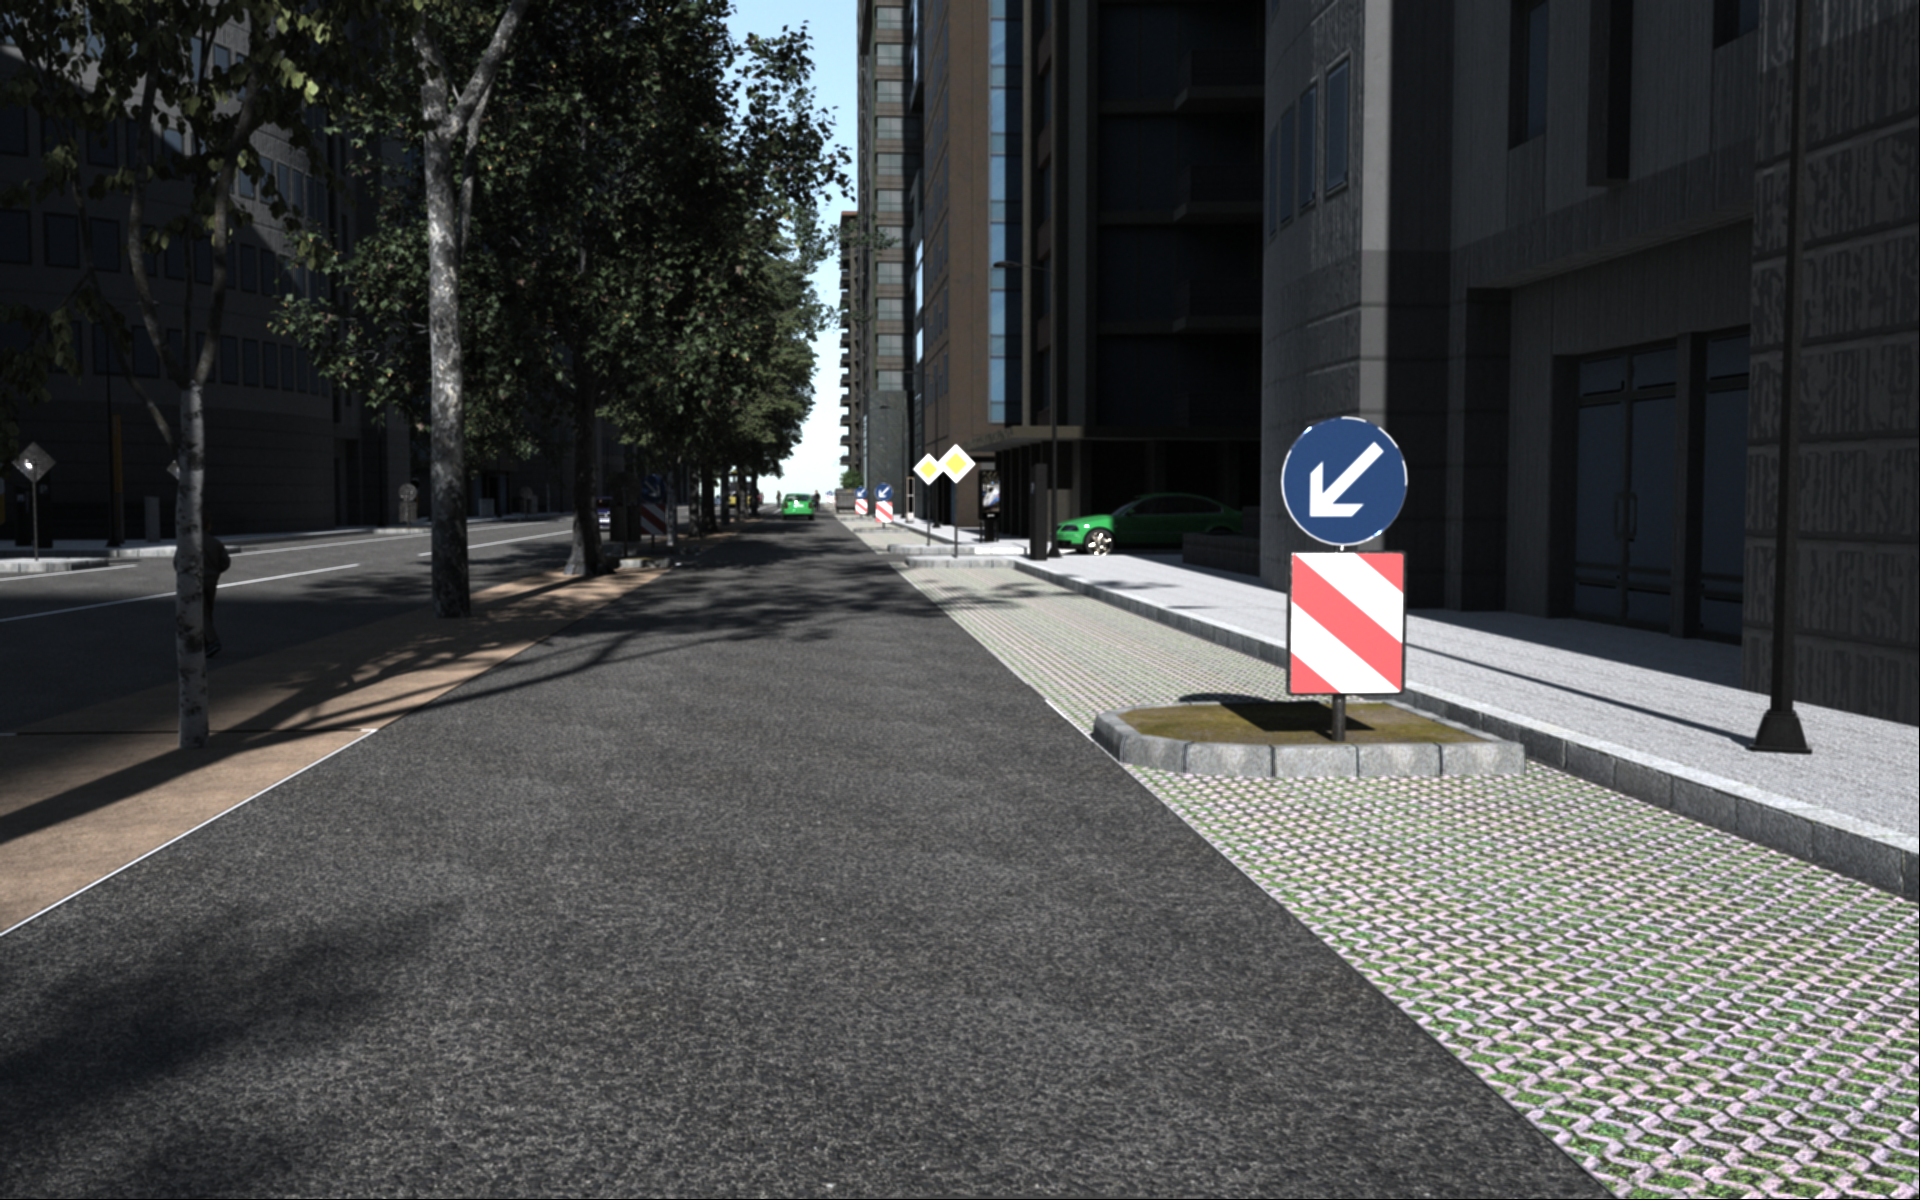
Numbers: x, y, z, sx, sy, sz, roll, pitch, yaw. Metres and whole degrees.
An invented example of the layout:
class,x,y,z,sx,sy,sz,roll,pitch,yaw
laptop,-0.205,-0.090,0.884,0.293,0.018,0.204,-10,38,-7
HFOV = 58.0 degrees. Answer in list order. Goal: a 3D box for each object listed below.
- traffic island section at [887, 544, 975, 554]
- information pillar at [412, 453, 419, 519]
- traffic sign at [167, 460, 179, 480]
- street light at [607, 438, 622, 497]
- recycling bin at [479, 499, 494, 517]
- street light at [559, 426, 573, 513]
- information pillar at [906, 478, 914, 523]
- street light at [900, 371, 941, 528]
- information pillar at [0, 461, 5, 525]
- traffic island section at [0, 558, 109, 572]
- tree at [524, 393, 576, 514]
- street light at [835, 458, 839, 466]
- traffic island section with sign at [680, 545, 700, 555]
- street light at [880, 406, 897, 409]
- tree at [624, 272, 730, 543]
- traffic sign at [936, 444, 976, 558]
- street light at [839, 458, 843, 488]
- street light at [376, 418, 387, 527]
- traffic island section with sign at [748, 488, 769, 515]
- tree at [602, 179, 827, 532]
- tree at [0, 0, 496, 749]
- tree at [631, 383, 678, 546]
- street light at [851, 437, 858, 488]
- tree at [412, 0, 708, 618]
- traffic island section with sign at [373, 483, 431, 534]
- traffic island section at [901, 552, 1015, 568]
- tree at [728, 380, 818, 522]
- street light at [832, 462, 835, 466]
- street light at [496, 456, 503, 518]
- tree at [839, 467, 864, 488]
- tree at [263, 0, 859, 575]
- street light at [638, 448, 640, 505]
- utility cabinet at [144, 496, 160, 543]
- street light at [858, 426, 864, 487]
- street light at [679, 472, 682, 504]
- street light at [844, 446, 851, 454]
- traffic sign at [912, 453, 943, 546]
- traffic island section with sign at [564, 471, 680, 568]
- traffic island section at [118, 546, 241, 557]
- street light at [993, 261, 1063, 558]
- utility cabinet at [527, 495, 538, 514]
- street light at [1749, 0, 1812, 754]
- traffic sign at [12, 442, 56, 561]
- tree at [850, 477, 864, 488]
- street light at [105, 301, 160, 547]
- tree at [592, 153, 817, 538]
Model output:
class,x,y,z,sx,sy,sz,roll,pitch,yaw
traffic island section,-0.751,-1.249,42.704,2.009,0.180,2.903,0,4,-5
information pillar,-28.475,-6.067,90.542,0.183,3.616,0.504,1,4,10
traffic sign,-18.404,-2.292,41.117,0.795,2.450,0.064,0,4,-5
street light,-28.684,-10.468,143.689,1.470,5.913,1.316,0,4,-5
recycling bin,-26.075,-5.066,95.383,0.722,1.027,0.722,-2,4,-24
street light,-26.448,-8.846,117.168,1.470,5.913,1.316,0,4,-5
information pillar,-2.227,-4.426,76.864,0.304,2.012,0.304,-1,4,-18
street light,-1.426,-5.688,65.543,1.470,5.913,1.316,0,4,-5
information pillar,-25.169,-3.286,45.073,0.504,3.616,0.183,-1,4,-9
traffic island section,-17.734,-0.669,33.221,2.009,0.180,2.903,0,4,-5
tree,-26.783,-9.972,113.412,4.360,8.622,3.978,0,3,0
street light,-15.136,-15.395,224.256,1.470,5.913,1.316,0,4,-5
traffic island section with sign,-7.351,-2.058,41.792,2.006,1.907,1.989,0,4,-5
street light,-3.541,-7.280,91.569,1.470,5.913,1.316,0,4,-5
tree,-8.202,-5.917,49.563,4.360,8.622,3.978,0,3,0
traffic sign,-0.082,-1.898,34.670,0.795,2.450,0.064,0,4,-5
street light,-12.428,-13.510,193.424,1.470,5.913,1.316,0,4,-5
street light,-22.155,-5.826,67.801,1.470,5.913,1.316,0,4,-5
traffic island section with sign,-13.874,-6.637,116.648,2.006,1.907,1.989,0,4,-5
tree,-9.430,-9.515,64.678,9.857,13.997,8.962,0,3,0
tree,-4.373,-3.480,9.724,4.737,8.622,4.395,0,3,0
tree,-7.588,-5.635,44.959,4.737,8.622,4.395,0,3,0
street light,-7.907,-10.328,141.398,1.470,5.913,1.316,0,4,-5
tree,-4.609,-9.808,18.710,12.611,20.169,13.585,0,3,0
traffic island section with sign,-20.404,-3.375,63.817,1.989,1.847,2.006,0,4,-5
traffic island section,-0.059,-0.763,34.749,2.009,0.180,2.903,0,4,-5
tree,-11.548,-9.307,89.044,8.767,10.594,7.601,0,4,-5
street light,-19.648,-18.578,276.283,1.470,5.913,1.316,0,4,-5
street light,-24.464,-7.417,93.810,1.470,5.913,1.316,0,4,-5
tree,-12.701,-13.512,204.640,4.285,4.588,4.351,0,3,0
tree,-6.613,-6.778,30.288,9.611,12.733,9.660,0,3,0
street light,-31.122,-12.103,170.424,1.470,5.913,1.316,0,4,-5
utility cabinet,-21.451,-2.132,46.021,0.306,1.237,1.020,-2,4,-29
street light,-5.974,-8.870,117.567,1.470,5.913,1.316,0,4,-5
street light,-35.994,-15.520,226.298,1.470,5.913,1.316,0,4,-5
street light,-10.194,-11.919,167.409,1.470,5.913,1.316,0,4,-5
traffic sign,-0.774,-2.384,42.625,0.795,2.450,0.064,0,4,-5
traffic island section with sign,-6.718,-1.607,34.411,2.006,1.907,1.989,0,4,-5
traffic island section,-18.426,-1.156,41.177,2.009,0.180,2.903,0,4,-5
street light,1.360,-3.805,34.745,1.470,5.913,1.316,0,4,-5
utility cabinet,-27.152,-6.036,109.854,0.306,1.237,1.020,1,4,14
street light,3.585,-2.199,8.488,1.470,5.913,1.316,0,4,-5
traffic sign,-17.711,-1.805,33.162,0.795,2.450,0.064,0,4,-5
tree,-11.698,-12.660,201.587,1.663,3.219,1.824,0,3,0
street light,-19.960,-4.235,41.782,1.470,5.913,1.316,0,4,-5
tree,-8.543,-8.283,56.010,7.486,12.596,7.792,0,3,0
